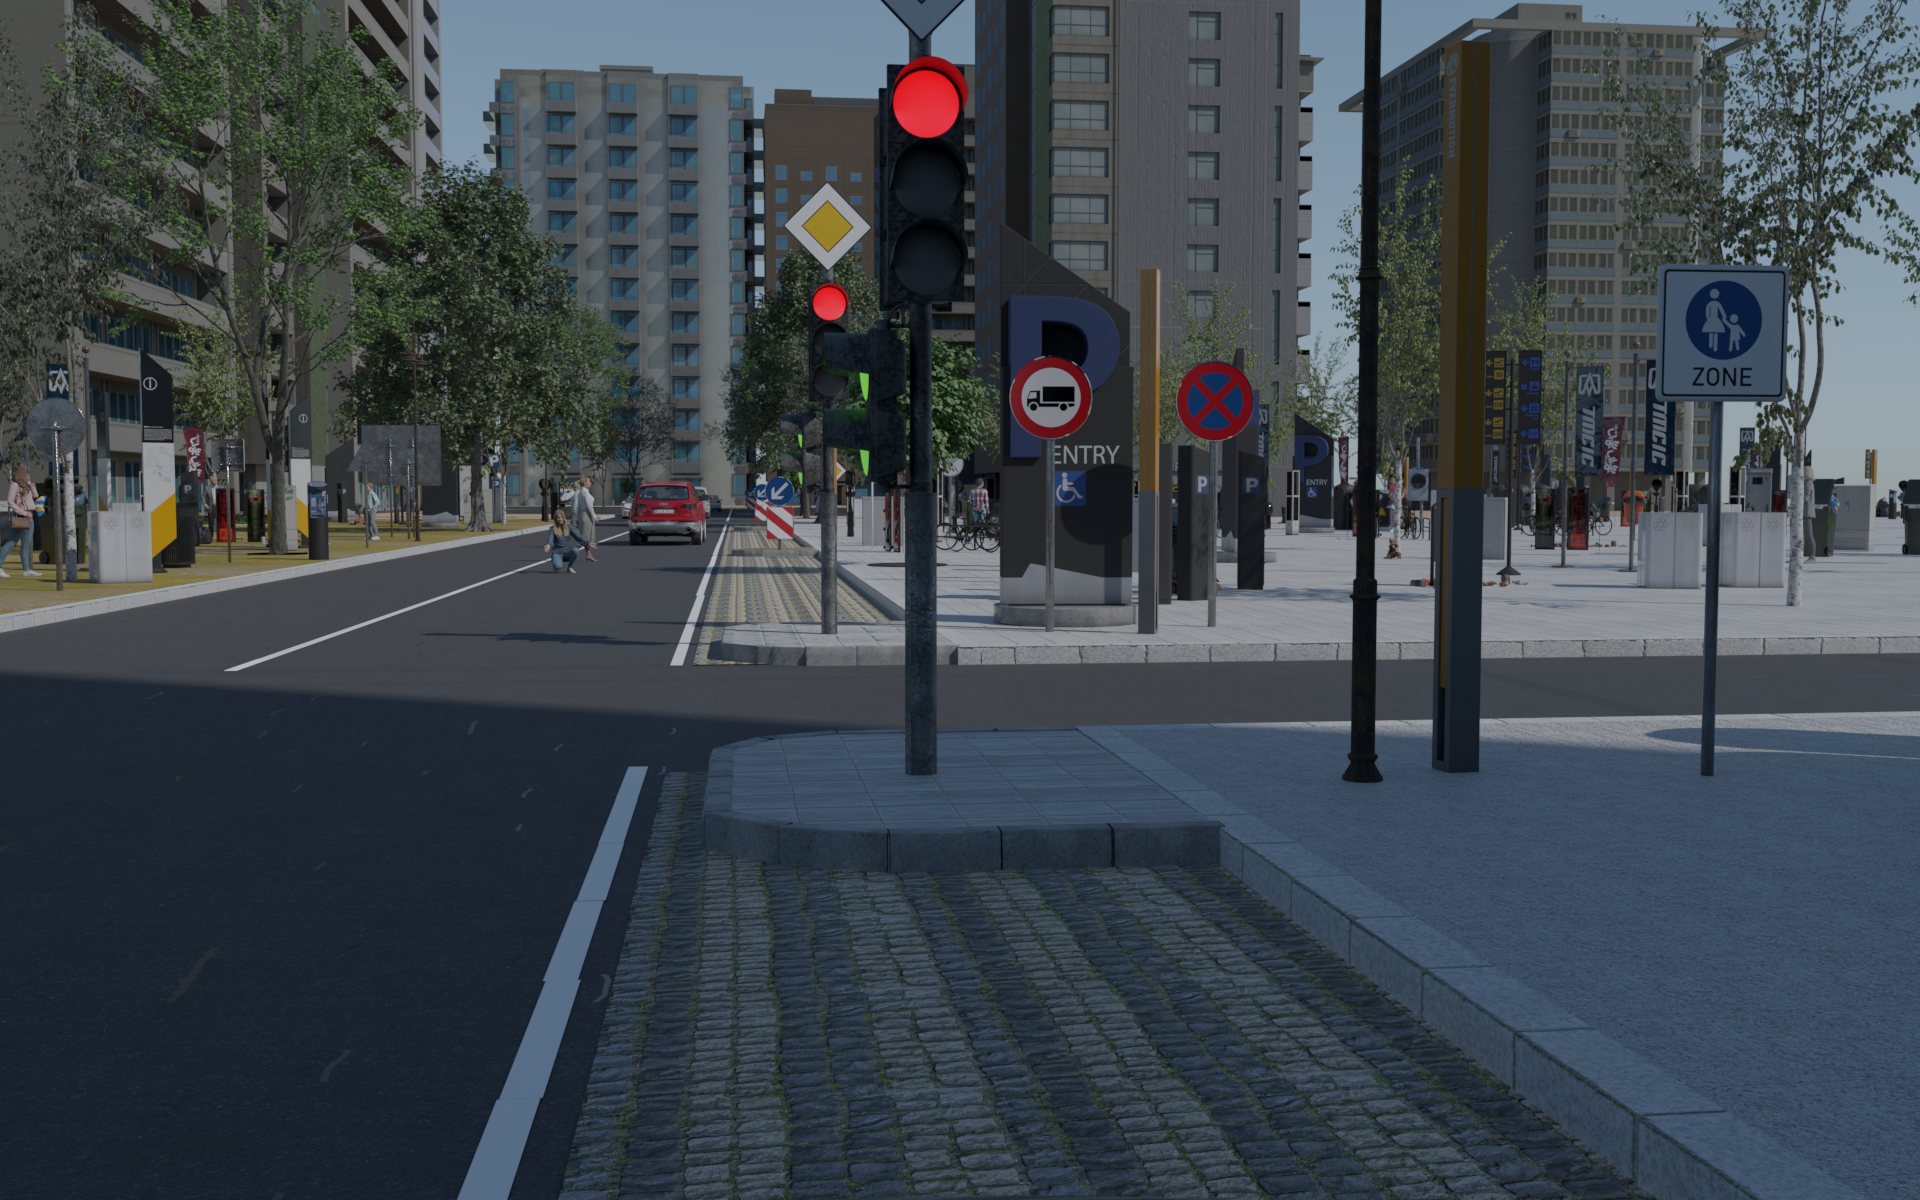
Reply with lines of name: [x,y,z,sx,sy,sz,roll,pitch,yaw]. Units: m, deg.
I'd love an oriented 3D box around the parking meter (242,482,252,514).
parking meter: [-33.277,-4.598,80.883,0.399,1.863,0.255,1,4,11]

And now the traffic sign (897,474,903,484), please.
traffic sign: [-1.731,-2.992,49.024,0.768,2.556,0.104,0,4,-1]

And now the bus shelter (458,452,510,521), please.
bus shelter: [-23.253,-5.517,84.131,2.014,3.302,5.546,0,4,-7]

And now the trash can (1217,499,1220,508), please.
trash can: [6.879,-2.244,48.339,0.748,1.137,0.748,0,3,0]

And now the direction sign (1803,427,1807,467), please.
direction sign: [26.098,-3.779,53.779,0.379,3.537,0.876,1,4,11]

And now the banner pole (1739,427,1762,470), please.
banner pole: [26.073,-4.099,57.043,0.863,3.779,0.401,2,4,31]

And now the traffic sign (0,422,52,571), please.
traffic sign: [-15.166,-1.725,28.204,0.884,2.594,0.081,0,4,-7]

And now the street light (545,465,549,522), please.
street light: [-18.886,-6.495,78.978,0.468,5.910,1.993,0,4,-7]

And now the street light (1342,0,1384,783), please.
street light: [1.807,-2.129,7.598,0.468,5.910,1.993,0,4,-7]

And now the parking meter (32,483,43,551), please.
parking meter: [-20.870,-1.891,39.336,0.372,1.533,0.369,0,3,0]

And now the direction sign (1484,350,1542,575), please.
direction sign: [8.698,-2.162,27.353,0.876,3.537,0.379,1,4,14]

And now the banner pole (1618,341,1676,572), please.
banner pole: [11.286,-2.346,28.380,0.863,3.779,0.401,1,4,19]

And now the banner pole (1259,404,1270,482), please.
banner pole: [7.196,-3.210,42.502,0.863,3.779,0.401,2,4,28]

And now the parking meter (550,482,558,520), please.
parking meter: [-20.277,-4.942,86.508,0.255,1.863,0.399,-2,4,-32]

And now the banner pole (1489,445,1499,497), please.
banner pole: [21.050,-4.791,68.347,0.401,3.779,0.863,-1,4,-14]

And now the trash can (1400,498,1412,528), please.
trash can: [16.081,-3.135,62.904,0.748,1.137,0.748,0,3,0]

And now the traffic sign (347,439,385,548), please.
traffic sign: [-13.978,-2.493,40.768,0.884,2.594,0.081,0,4,-3]

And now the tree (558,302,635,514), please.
tree: [-21.099,-10.198,92.499,9.928,11.665,9.643,0,3,0]

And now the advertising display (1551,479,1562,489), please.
advertising display: [26.415,-4.375,76.746,0.123,1.923,0.974,0,4,0]

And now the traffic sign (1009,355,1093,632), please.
traffic sign: [0.837,-0.975,16.043,0.768,2.556,0.104,0,4,-2]

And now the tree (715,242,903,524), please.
tree: [-5.818,-9.671,75.128,9.611,12.733,9.660,0,3,0]

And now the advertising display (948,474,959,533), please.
advertising display: [-0.228,-3.156,56.812,0.123,1.923,0.974,-1,4,-15]

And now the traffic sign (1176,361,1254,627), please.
traffic sign: [2.436,-1.013,16.670,0.768,2.556,0.104,0,4,-7]

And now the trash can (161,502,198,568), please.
trash can: [-13.652,-1.132,30.158,0.748,1.137,0.748,0,3,0]

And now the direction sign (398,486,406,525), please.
direction sign: [-23.250,-4.905,72.197,0.379,3.537,0.876,0,4,7]

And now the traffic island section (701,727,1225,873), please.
traffic island section: [-0.157,0.875,7.967,2.009,0.180,2.903,0,4,-7]

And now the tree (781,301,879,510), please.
tree: [-4.162,-6.888,62.989,4.360,8.622,3.978,0,3,0]

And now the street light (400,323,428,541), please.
street light: [-14.699,-4.525,46.775,0.468,5.910,1.993,0,4,-7]

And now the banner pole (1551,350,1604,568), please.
banner pole: [10.719,-2.445,29.999,0.863,3.779,0.401,3,4,37]

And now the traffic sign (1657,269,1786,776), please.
traffic sign: [3.409,-0.349,7.831,0.606,2.300,0.079,0,4,-6]

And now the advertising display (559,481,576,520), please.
advertising display: [-19.487,-4.948,86.116,0.974,1.923,0.123,-3,5,-41]

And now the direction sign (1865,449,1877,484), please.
direction sign: [46.117,-5.857,87.767,0.876,3.537,0.379,-2,4,-29]

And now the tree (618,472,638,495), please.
tree: [-29.001,-9.583,151.283,1.663,3.219,1.824,0,3,0]

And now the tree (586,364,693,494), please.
tree: [-30.928,-15.492,163.661,12.009,13.543,11.850,0,3,0]

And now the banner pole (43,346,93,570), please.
banner pole: [-14.987,-2.403,29.298,0.863,3.779,0.401,-1,4,-16]

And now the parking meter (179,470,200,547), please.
parking meter: [-18.792,-2.233,42.227,0.399,1.863,0.255,-1,4,-8]

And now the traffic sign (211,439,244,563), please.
traffic sign: [-13.628,-1.843,32.261,0.606,2.300,0.079,0,4,-1]

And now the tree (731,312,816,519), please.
tree: [-8.116,-9.998,89.225,9.928,11.665,9.643,0,3,0]

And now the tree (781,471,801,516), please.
tree: [-9.877,-6.542,101.556,1.663,3.219,1.824,0,3,0]

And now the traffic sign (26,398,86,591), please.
traffic sign: [-11.934,-1.393,22.884,0.768,2.556,0.104,0,4,-5]

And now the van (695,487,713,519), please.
van: [-15.463,-5.762,101.215,2.013,2.044,4.112,-1,4,-9]

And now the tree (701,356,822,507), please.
tree: [-16.083,-14.991,155.474,12.009,13.543,11.850,0,3,0]

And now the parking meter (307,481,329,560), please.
parking meter: [-12.508,-1.549,33.744,0.372,1.533,0.369,0,3,0]

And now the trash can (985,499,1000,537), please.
trash can: [1.054,-2.474,52.108,0.748,1.137,0.748,0,3,0]

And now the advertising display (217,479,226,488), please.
advertising display: [-32.066,-4.277,75.148,0.123,1.923,0.974,1,4,15]

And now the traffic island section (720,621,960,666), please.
traffic island section: [-1.176,0.391,15.887,2.009,0.180,2.903,0,4,-7]

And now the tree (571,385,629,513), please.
tree: [-24.248,-10.180,116.807,4.737,8.622,4.395,0,3,0]

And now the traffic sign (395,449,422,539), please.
traffic sign: [-15.616,-2.991,49.011,0.768,2.556,0.104,0,4,2]

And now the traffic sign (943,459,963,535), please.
traffic sign: [-0.289,-3.081,50.484,0.768,2.556,0.104,0,4,-2]

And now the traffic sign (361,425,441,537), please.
traffic sign: [-16.461,-3.499,51.078,2.265,3.308,0.079,0,4,-5]

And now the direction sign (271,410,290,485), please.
direction sign: [-18.283,-3.378,47.228,0.876,3.537,0.379,-3,4,-38]

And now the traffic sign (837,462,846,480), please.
traffic sign: [-4.853,-4.180,68.073,0.795,2.593,0.064,0,4,-5]

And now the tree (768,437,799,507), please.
tree: [-14.215,-11.523,138.760,4.737,8.622,4.395,0,3,0]
